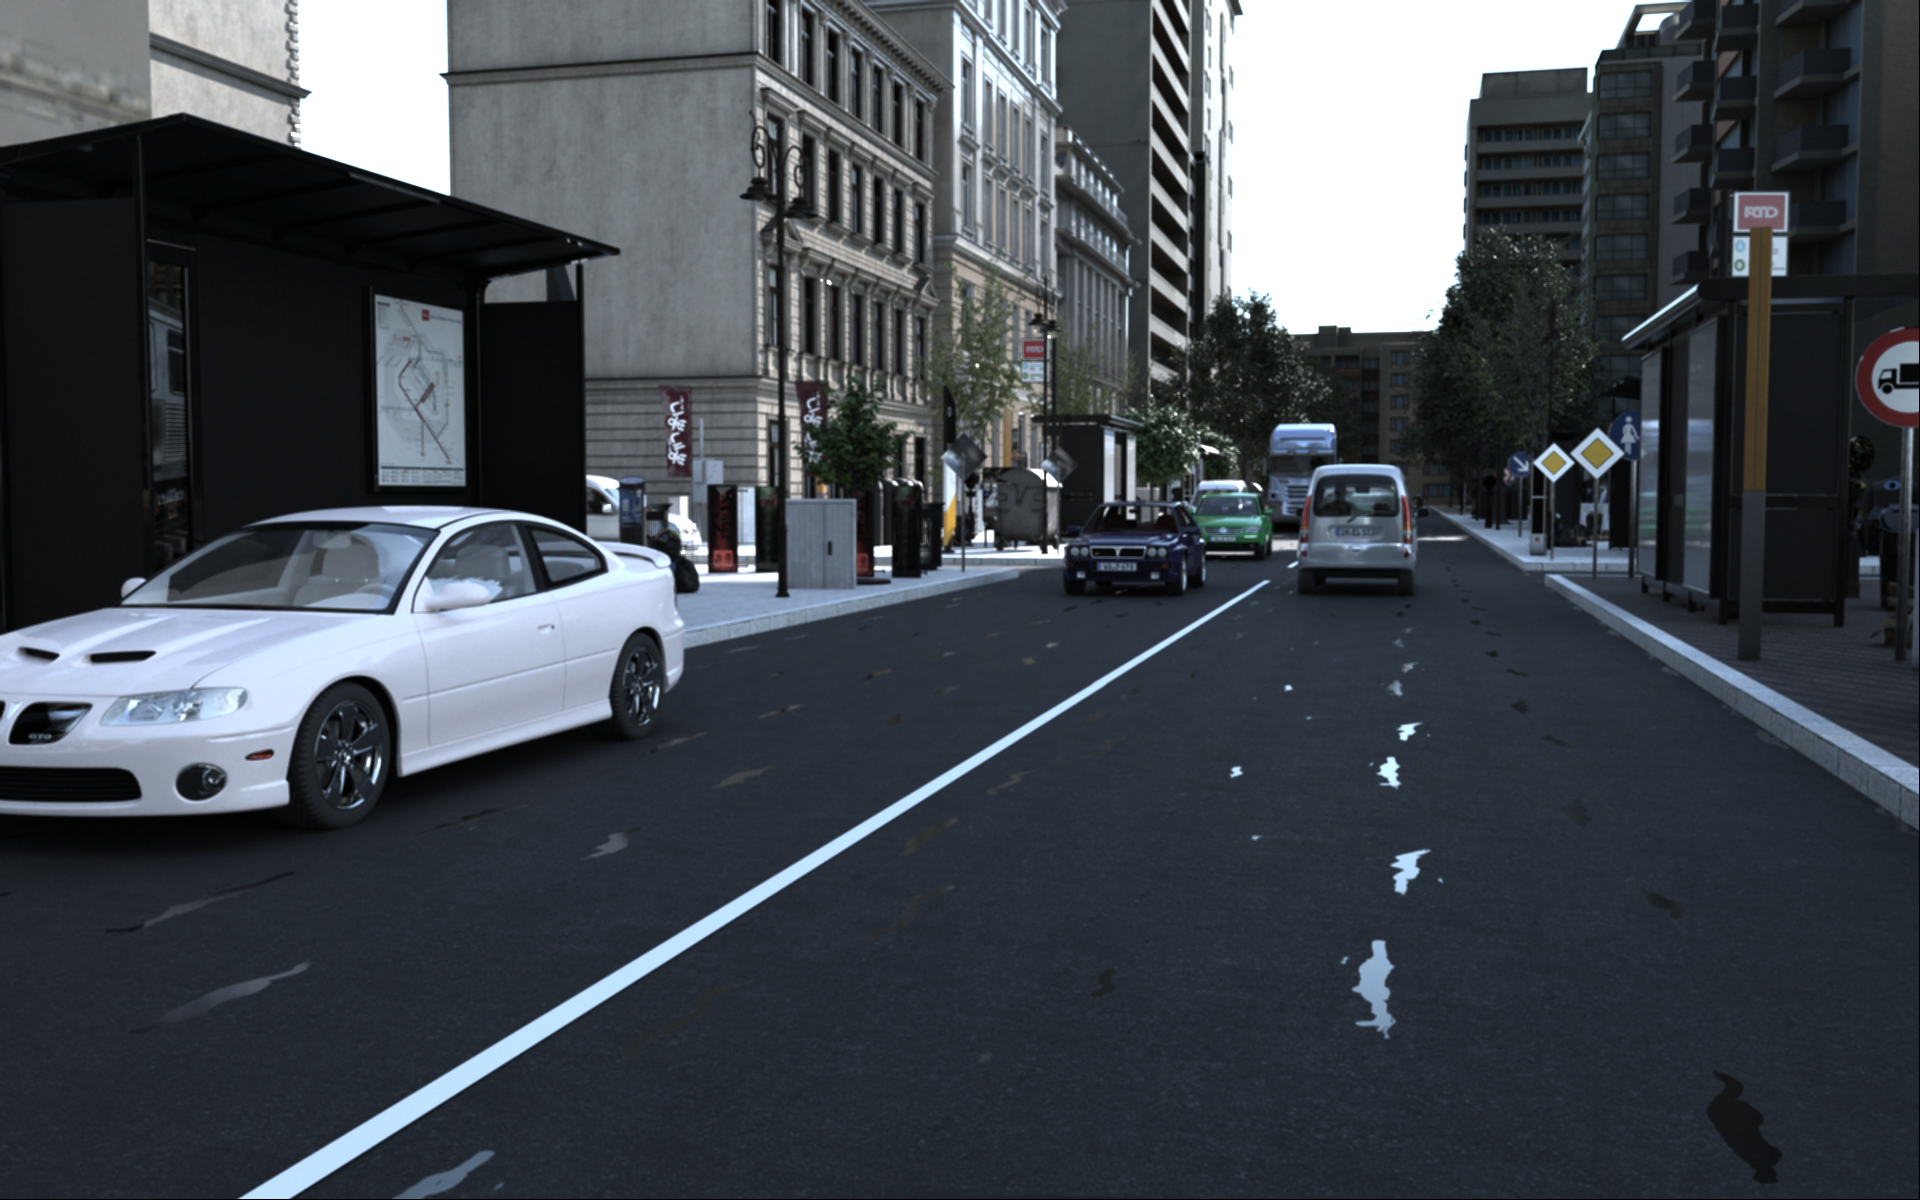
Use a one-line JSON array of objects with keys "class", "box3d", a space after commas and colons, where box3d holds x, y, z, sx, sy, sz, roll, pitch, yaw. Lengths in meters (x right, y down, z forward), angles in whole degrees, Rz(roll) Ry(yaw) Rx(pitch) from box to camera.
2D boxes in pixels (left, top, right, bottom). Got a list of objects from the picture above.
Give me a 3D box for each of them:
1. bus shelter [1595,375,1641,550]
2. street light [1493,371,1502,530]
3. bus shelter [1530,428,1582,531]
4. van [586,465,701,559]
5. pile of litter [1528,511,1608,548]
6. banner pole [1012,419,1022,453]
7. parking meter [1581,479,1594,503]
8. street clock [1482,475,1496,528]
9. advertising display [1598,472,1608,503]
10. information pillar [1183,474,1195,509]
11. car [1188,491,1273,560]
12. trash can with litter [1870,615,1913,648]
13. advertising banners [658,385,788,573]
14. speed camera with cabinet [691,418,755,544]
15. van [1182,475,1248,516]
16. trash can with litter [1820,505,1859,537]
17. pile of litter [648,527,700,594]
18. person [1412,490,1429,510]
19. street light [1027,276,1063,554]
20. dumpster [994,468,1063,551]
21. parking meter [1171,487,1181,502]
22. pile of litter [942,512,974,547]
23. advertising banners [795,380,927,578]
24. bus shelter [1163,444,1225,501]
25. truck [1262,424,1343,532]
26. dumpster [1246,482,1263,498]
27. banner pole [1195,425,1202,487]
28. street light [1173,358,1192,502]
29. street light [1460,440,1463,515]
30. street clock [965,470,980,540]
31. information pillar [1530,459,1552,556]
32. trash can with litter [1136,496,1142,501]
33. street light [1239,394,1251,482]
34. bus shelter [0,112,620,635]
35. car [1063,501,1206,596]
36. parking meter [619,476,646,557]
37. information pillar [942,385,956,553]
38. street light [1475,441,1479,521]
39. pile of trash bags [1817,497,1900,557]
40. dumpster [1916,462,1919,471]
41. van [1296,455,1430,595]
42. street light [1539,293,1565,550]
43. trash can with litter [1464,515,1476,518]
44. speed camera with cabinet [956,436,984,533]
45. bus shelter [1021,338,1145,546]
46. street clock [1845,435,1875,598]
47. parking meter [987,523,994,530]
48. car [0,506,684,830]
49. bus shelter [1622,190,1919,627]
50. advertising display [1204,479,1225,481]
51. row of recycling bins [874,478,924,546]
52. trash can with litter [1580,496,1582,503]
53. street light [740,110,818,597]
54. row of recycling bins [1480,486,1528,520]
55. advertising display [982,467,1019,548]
[{"class": "bus shelter", "box3d": [14.761, -2.796, 37.004, 1.731, 3.624, 6.357, 1, 4, 15]}, {"class": "street light", "box3d": [19.294, -5.454, 61.961, 0.468, 5.910, 1.993, 1, 4, 14]}, {"class": "bus shelter", "box3d": [21.726, -4.430, 63.713, 1.731, 3.624, 6.357, 1, 4, 14]}, {"class": "van", "box3d": [-7.252, -1.693, 34.689, 4.112, 2.044, 2.013, 1, 4, 14]}, {"class": "pile of litter", "box3d": [14.687, -1.732, 42.280, 1.176, 0.858, 1.719, -1, 4, -19]}, {"class": "banner pole", "box3d": [1.907, -4.155, 57.947, 0.401, 3.779, 0.863, -2, 4, -24]}, {"class": "parking meter", "box3d": [23.970, -3.700, 66.212, 0.399, 1.863, 0.255, -1, 4, -9]}, {"class": "street clock", "box3d": [19.994, -3.725, 65.476, 0.471, 2.002, 0.358, -1, 4, -15]}, {"class": "advertising display", "box3d": [18.856, -2.797, 50.939, 0.123, 1.923, 0.974, 2, 4, 34]}, {"class": "information pillar", "box3d": [8.242, -3.542, 62.396, 0.304, 2.012, 0.304, 2, 4, 34]}, {"class": "car", "box3d": [6.112, -1.859, 39.190, 1.959, 1.807, 4.718, 1, 4, 13]}, {"class": "trash can with litter", "box3d": [8.146, -0.180, 14.327, 1.055, 1.170, 0.624, 3, 5, 39]}, {"class": "advertising banners", "box3d": [-3.832, -1.954, 28.139, 2.074, 3.025, 0.090, -1, 4, -12]}, {"class": "speed camera with cabinet", "box3d": [-6.099, -3.090, 44.863, 2.038, 3.252, 0.660, 3, 5, 42]}, {"class": "van", "box3d": [7.578, -2.672, 50.705, 2.013, 2.044, 4.112, 1, 4, 15]}, {"class": "trash can with litter", "box3d": [12.516, -0.826, 24.890, 0.624, 1.170, 1.055, 1, 4, 19]}, {"class": "pile of litter", "box3d": [-4.024, -0.505, 22.225, 1.176, 0.858, 1.719, 3, 4, 36]}, {"class": "person", "box3d": [33.453, -7.133, 125.855, 1.217, 1.736, 0.721, 0, 4, -4]}, {"class": "street light", "box3d": [1.815, -3.917, 36.830, 0.468, 5.910, 1.993, 1, 4, 14]}, {"class": "dumpster", "box3d": [1.546, -2.061, 39.448, 1.264, 1.857, 1.865, 1, 4, 15]}, {"class": "parking meter", "box3d": [7.940, -3.372, 63.538, 0.372, 1.533, 0.369, 0, 3, 0]}, {"class": "pile of litter", "box3d": [-0.190, -1.760, 42.747, 1.176, 0.858, 1.719, 1, 4, 12]}, {"class": "advertising banners", "box3d": [-1.533, -1.862, 26.624, 2.074, 3.025, 0.090, 1, 4, 11]}, {"class": "bus shelter", "box3d": [9.097, -4.534, 68.049, 2.014, 3.302, 5.546, 1, 4, 14]}, {"class": "truck", "box3d": [14.569, -5.055, 72.411, 2.967, 4.110, 18.799, 1, 4, 13]}, {"class": "dumpster", "box3d": [14.484, -4.965, 86.940, 1.264, 1.857, 1.865, 1, 4, 15]}, {"class": "banner pole", "box3d": [8.734, -4.494, 63.488, 0.401, 3.779, 0.863, 1, 4, 21]}, {"class": "street light", "box3d": [7.558, -5.264, 58.858, 0.468, 5.910, 1.993, 1, 4, 14]}, {"class": "street light", "box3d": [30.508, -8.100, 105.229, 0.468, 5.910, 1.993, 1, 4, 14]}, {"class": "street clock", "box3d": [0.302, -2.708, 48.853, 0.471, 2.002, 0.358, 2, 4, 32]}, {"class": "information pillar", "box3d": [12.107, -1.939, 36.201, 0.304, 2.012, 0.304, 2, 4, 28]}, {"class": "trash can with litter", "box3d": [7.205, -3.793, 73.072, 1.678, 1.210, 2.233, 1, 4, 11]}, {"class": "street light", "box3d": [13.184, -6.581, 80.384, 0.468, 5.910, 1.993, 1, 4, 14]}, {"class": "bus shelter", "box3d": [-4.849, -1.386, 13.937, 1.731, 3.624, 6.357, 1, 4, 14]}, {"class": "car", "box3d": [2.648, -0.810, 25.822, 1.945, 1.354, 3.894, 1, 4, 14]}, {"class": "parking meter", "box3d": [-4.608, -0.977, 24.393, 0.372, 1.533, 0.369, 0, 3, 0]}, {"class": "information pillar", "box3d": [-0.230, -2.824, 37.534, 0.183, 3.616, 0.504, 2, 4, 24]}, {"class": "street light", "box3d": [24.970, -6.770, 83.474, 0.468, 5.910, 1.993, 1, 4, 14]}, {"class": "pile of trash bags", "box3d": [19.295, -1.570, 35.426, 3.447, 1.369, 1.912, 2, 4, 24]}, {"class": "dumpster", "box3d": [6.210, -0.233, 9.561, 1.264, 1.857, 1.865, 1, 4, 14]}, {"class": "van", "box3d": [6.037, -1.167, 26.097, 2.013, 2.044, 4.112, 1, 4, 15]}, {"class": "street light", "box3d": [13.611, -4.108, 39.951, 0.468, 5.910, 1.993, 1, 4, 14]}, {"class": "trash can with litter", "box3d": [28.302, -5.037, 93.413, 1.678, 1.210, 2.233, -3, 4, -38]}, {"class": "speed camera with cabinet", "box3d": [0.279, -3.924, 58.492, 0.660, 3.252, 2.038, -1, 4, -15]}, {"class": "bus shelter", "box3d": [3.287, -4.246, 47.055, 2.179, 5.291, 8.768, 1, 4, 15]}, {"class": "street clock", "box3d": [11.022, -1.032, 21.441, 0.471, 2.002, 0.358, -1, 4, -12]}, {"class": "parking meter", "box3d": [1.133, -3.256, 61.639, 0.372, 1.533, 0.369, 0, 3, 0]}, {"class": "car", "box3d": [-3.098, 0.201, 9.076, 2.083, 1.381, 4.827, 1, 4, 16]}, {"class": "bus shelter", "box3d": [9.268, -2.638, 20.759, 2.179, 5.291, 8.768, 1, 4, 14]}, {"class": "advertising display", "box3d": [10.520, -4.080, 71.930, 0.974, 1.923, 0.123, 0, 4, -6]}, {"class": "row of recycling bins", "box3d": [-1.798, -2.251, 43.911, 1.069, 1.692, 3.534, 1, 4, 21]}, {"class": "trash can with litter", "box3d": [35.742, -5.378, 98.992, 2.233, 1.210, 1.678, -1, 4, -10]}, {"class": "street light", "box3d": [-2.210, -2.973, 21.403, 0.468, 5.910, 1.993, 1, 4, 14]}, {"class": "row of recycling bins", "box3d": [27.388, -4.905, 87.310, 1.069, 1.692, 3.534, -1, 4, -15]}, {"class": "advertising display", "box3d": [0.993, -2.224, 41.572, 0.974, 1.923, 0.123, 2, 4, 29]}]
